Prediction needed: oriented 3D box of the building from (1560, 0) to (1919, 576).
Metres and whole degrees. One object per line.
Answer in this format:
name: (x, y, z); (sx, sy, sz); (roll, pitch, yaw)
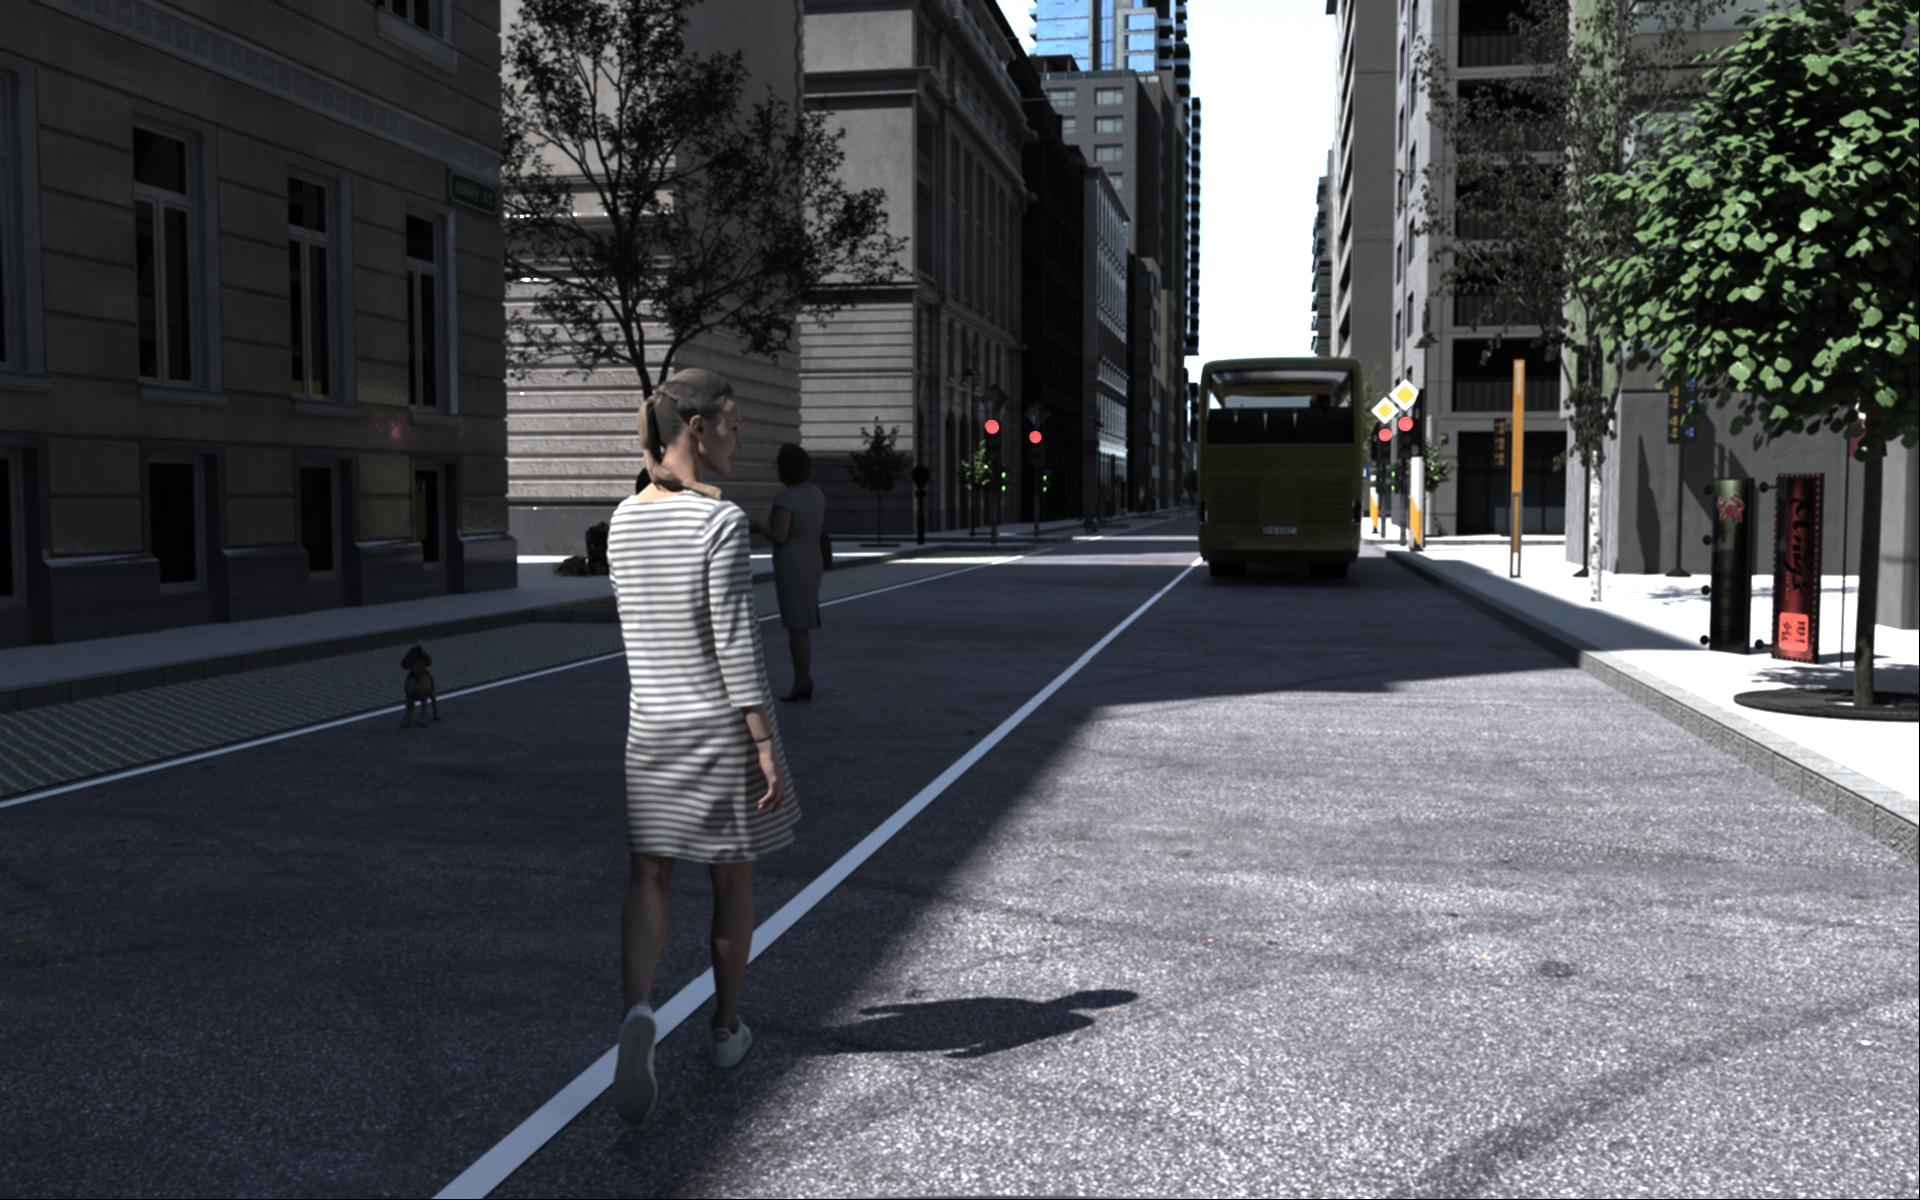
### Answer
building: (18.633, -21.302, 31.887); (14.154, 41.232, 14.086); (1, 4, 10)

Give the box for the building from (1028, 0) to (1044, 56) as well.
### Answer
building: (20.149, -55.799, 224.976); (22.319, 86.520, 31.000); (1, 4, 10)

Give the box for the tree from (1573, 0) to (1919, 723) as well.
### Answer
tree: (5.451, -1.620, 10.202); (4.285, 4.588, 4.351); (0, 3, 0)

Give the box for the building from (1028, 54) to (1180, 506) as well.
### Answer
building: (12.840, -29.349, 163.444); (14.154, 41.232, 14.086); (1, 4, 10)

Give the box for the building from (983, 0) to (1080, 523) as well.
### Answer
building: (-0.936, -15.623, 85.118); (12.332, 23.373, 15.834); (1, 4, 10)

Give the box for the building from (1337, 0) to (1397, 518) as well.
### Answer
building: (33.547, -29.220, 101.456); (21.300, 48.544, 21.600); (1, 4, 10)

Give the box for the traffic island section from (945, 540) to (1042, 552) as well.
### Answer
traffic island section: (0.843, -1.344, 44.247); (2.009, 0.180, 2.903); (1, 4, 10)

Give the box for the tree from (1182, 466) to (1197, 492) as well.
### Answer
tree: (27.140, -13.337, 201.767); (4.285, 4.588, 4.351); (0, 3, 0)

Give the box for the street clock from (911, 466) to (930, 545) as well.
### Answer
street clock: (-0.995, -2.414, 44.043); (0.471, 2.002, 0.358); (0, 4, 1)

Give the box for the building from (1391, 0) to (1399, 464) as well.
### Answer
building: (26.860, -26.078, 76.494); (14.600, 45.320, 14.200); (1, 4, 10)

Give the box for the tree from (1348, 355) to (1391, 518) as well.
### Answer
tree: (21.108, -8.579, 90.635); (4.737, 8.622, 4.395); (0, 3, 0)

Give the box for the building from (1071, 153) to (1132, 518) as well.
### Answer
building: (4.374, -15.436, 101.523); (9.793, 20.994, 18.267); (1, 4, 10)

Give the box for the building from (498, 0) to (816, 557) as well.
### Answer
building: (-13.962, -12.965, 40.852); (19.941, 23.489, 11.050); (1, 4, 10)

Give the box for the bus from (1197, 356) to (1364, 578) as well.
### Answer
bus: (6.010, -2.513, 32.629); (2.896, 3.916, 12.252); (1, 4, 10)

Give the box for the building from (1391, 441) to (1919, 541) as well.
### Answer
building: (26.486, -38.002, 59.584); (20.611, 71.187, 20.563); (1, 4, 10)

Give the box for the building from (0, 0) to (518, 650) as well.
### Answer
building: (-13.925, -13.978, 14.442); (13.634, 28.700, 20.117); (1, 4, 10)

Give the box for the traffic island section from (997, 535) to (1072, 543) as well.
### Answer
traffic island section: (2.280, -1.824, 52.103); (2.009, 0.180, 2.903); (1, 4, 10)

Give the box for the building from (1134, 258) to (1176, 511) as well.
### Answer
building: (3.097, -18.255, 143.501); (27.650, 21.520, 28.899); (1, 4, 10)

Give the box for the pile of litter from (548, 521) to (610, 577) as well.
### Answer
pile of litter: (-6.023, -0.839, 27.679); (1.176, 0.858, 1.719); (1, 4, 10)

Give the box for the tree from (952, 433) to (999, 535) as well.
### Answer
tree: (0.827, -3.696, 55.034); (1.663, 3.219, 1.824); (0, 3, 0)

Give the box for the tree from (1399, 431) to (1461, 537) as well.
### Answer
tree: (13.913, -3.514, 52.059); (1.663, 3.219, 1.824); (0, 3, 0)

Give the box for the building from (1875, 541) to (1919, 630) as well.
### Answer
building: (17.199, -34.541, 2.993); (20.563, 71.187, 20.611); (1, 4, 10)

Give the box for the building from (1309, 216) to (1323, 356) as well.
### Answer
building: (64.692, -37.281, 264.168); (22.147, 44.769, 28.867); (1, 4, 10)

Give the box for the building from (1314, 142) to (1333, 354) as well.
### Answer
building: (59.400, -37.605, 234.445); (23.786, 49.044, 30.456); (1, 4, 10)

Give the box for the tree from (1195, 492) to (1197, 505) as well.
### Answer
tree: (28.284, -13.073, 208.350); (1.663, 3.219, 1.824); (0, 3, 0)

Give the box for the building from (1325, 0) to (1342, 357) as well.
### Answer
building: (48.598, -34.947, 160.615); (28.713, 52.752, 27.495); (1, 4, 10)

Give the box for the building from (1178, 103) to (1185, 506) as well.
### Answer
building: (15.473, -30.193, 177.256); (14.154, 41.232, 14.086); (1, 4, 10)

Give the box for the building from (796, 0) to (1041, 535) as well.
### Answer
building: (-5.154, -13.694, 65.695); (13.314, 21.916, 24.055); (1, 4, 10)

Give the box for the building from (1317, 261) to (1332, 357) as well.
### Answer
building: (51.163, -27.046, 213.905); (14.160, 30.474, 14.107); (1, 4, 10)

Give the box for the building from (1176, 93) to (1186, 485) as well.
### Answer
building: (17.482, -33.109, 191.434); (14.600, 45.320, 14.200); (1, 4, 10)

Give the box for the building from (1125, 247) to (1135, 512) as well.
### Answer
building: (5.175, -17.684, 118.813); (12.332, 23.373, 15.834); (1, 4, 10)

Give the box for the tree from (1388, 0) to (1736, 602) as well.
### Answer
tree: (7.326, -4.284, 20.405); (4.360, 8.622, 3.978); (0, 3, 0)
